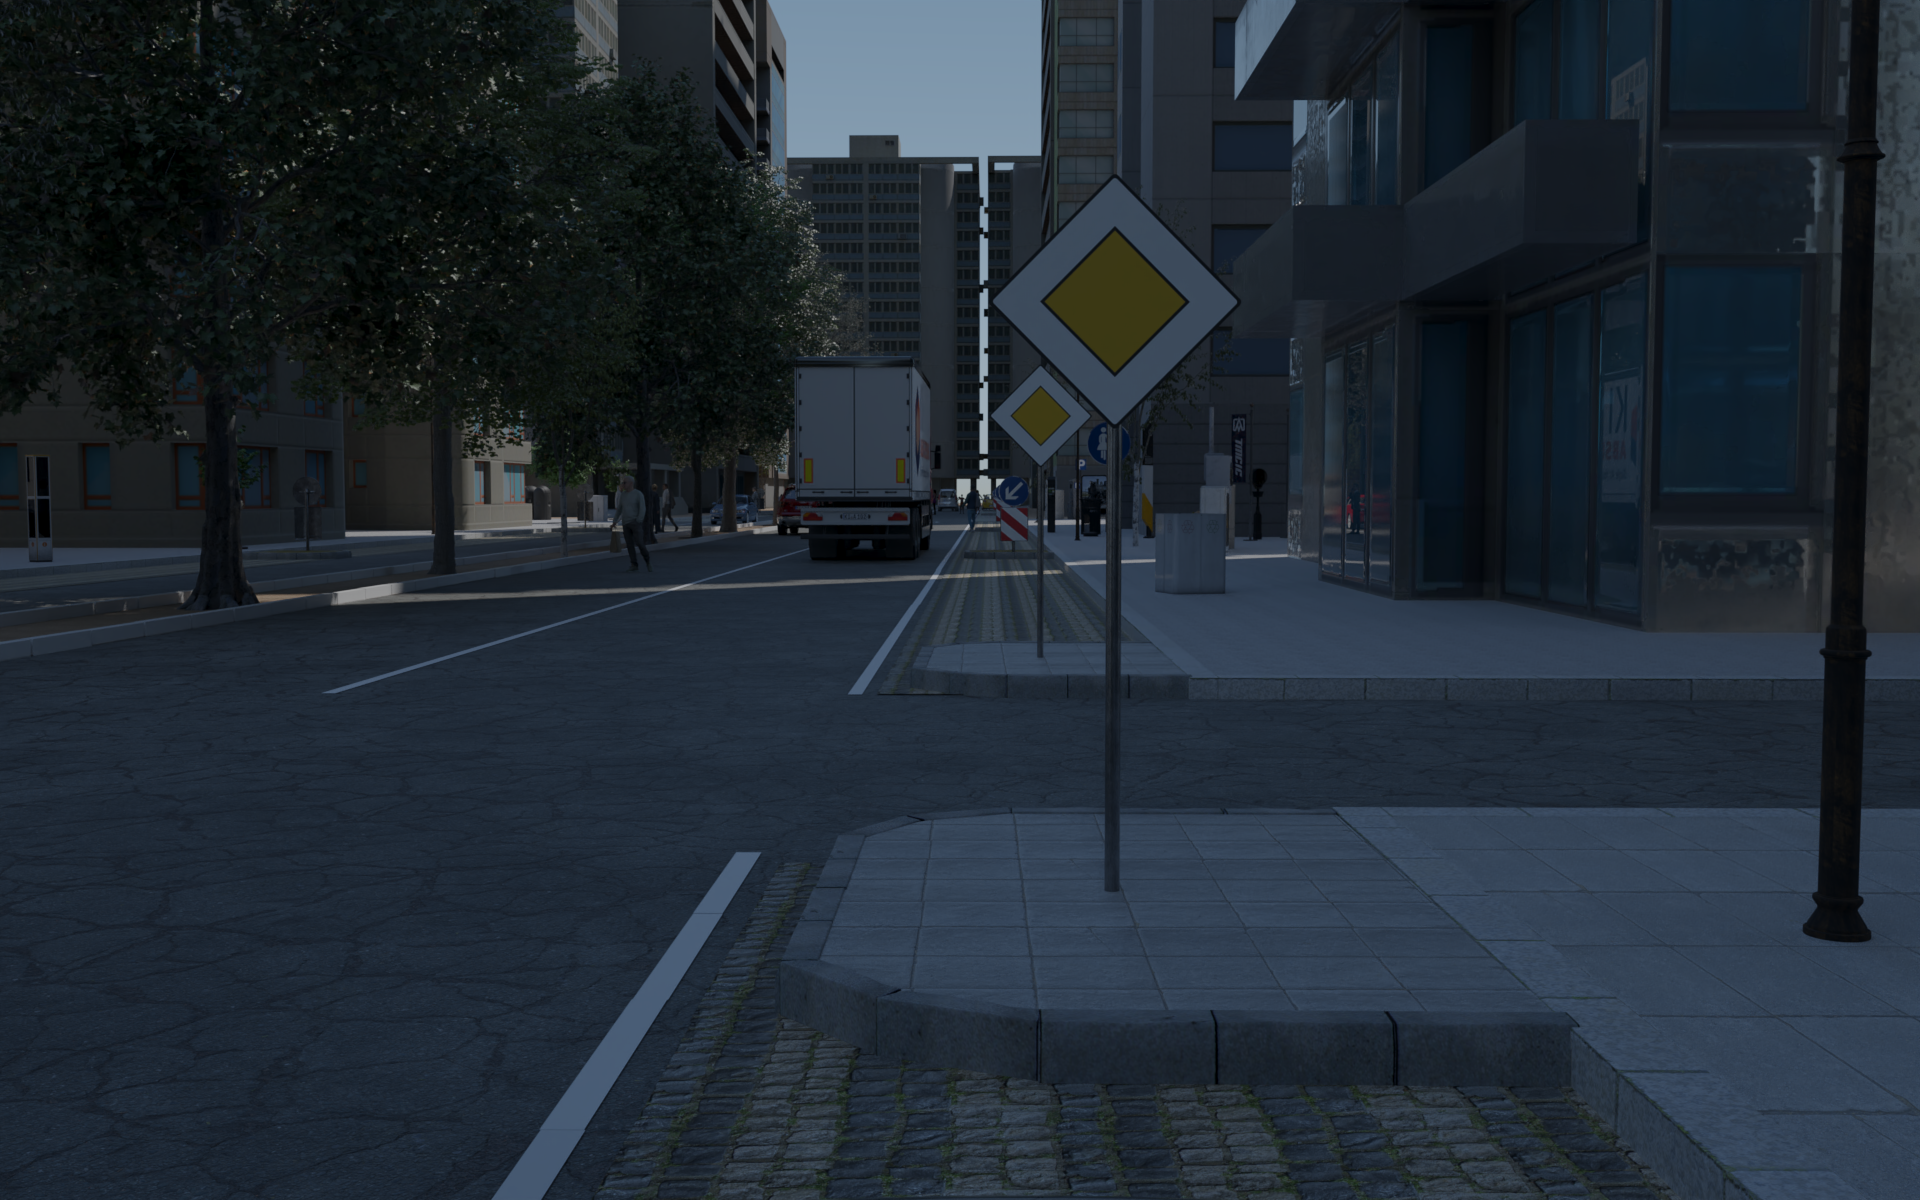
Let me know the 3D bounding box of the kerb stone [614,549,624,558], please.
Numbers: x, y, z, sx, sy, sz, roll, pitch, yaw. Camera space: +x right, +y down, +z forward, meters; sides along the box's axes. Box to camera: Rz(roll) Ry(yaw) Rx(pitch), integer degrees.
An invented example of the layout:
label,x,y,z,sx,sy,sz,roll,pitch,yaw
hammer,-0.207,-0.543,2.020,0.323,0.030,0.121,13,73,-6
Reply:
label,x,y,z,sx,sy,sz,roll,pitch,yaw
kerb stone,-7.855,-1.050,39.379,0.120,0.150,1.000,0,4,1

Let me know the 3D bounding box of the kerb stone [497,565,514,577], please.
label,x,y,z,sx,sy,sz,roll,pitch,yaw
kerb stone,-8.008,-0.487,30.164,0.120,0.150,1.000,0,4,1

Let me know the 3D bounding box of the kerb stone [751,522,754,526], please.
label,x,y,z,sx,sy,sz,roll,pitch,yaw
kerb stone,-9.314,-3.307,76.323,0.120,0.150,1.000,0,4,1

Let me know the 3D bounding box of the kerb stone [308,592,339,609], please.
label,x,y,z,sx,sy,sz,roll,pitch,yaw
kerb stone,-8.154,0.014,21.973,0.120,0.150,1.000,0,4,1

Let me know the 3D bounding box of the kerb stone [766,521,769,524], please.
label,x,y,z,sx,sy,sz,roll,pitch,yaw
kerb stone,-9.229,-3.620,81.448,0.120,0.150,1.000,0,4,1

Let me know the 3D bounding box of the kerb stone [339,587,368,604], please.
label,x,y,z,sx,sy,sz,roll,pitch,yaw
kerb stone,-8.134,-0.044,22.995,0.120,0.150,1.000,0,4,1

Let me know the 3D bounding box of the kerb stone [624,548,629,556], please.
label,x,y,z,sx,sy,sz,roll,pitch,yaw
kerb stone,-7.834,-1.112,40.412,0.120,0.150,1.000,0,4,1

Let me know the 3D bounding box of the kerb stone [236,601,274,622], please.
label,x,y,z,sx,sy,sz,roll,pitch,yaw
kerb stone,-8.186,0.141,19.929,0.120,0.150,1.000,0,4,1

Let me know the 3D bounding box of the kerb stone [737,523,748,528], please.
label,x,y,z,sx,sy,sz,roll,pitch,yaw
kerb stone,-9.347,-3.185,74.273,0.120,0.150,1.000,0,4,1

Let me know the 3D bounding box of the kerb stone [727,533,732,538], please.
label,x,y,z,sx,sy,sz,roll,pitch,yaw
kerb stone,-7.573,-2.054,55.774,0.120,0.150,1.000,0,4,1

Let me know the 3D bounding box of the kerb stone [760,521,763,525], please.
label,x,y,z,sx,sy,sz,roll,pitch,yaw
kerb stone,-9.262,-3.499,79.404,0.120,0.150,1.000,0,4,1

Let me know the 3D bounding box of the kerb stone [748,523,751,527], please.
label,x,y,z,sx,sy,sz,roll,pitch,yaw
kerb stone,-9.338,-3.246,75.295,0.120,0.150,1.000,0,4,1

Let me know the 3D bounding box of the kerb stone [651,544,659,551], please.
label,x,y,z,sx,sy,sz,roll,pitch,yaw
kerb stone,-7.785,-1.302,43.487,0.120,0.150,1.000,0,4,1

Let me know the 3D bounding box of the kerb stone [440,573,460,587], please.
label,x,y,z,sx,sy,sz,roll,pitch,yaw
kerb stone,-8.069,-0.300,27.097,0.120,0.150,1.000,0,4,1

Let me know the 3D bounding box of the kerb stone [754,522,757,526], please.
label,x,y,z,sx,sy,sz,roll,pitch,yaw
kerb stone,-9.306,-3.374,77.354,0.120,0.150,1.000,0,4,1

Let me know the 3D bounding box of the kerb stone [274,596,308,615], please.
label,x,y,z,sx,sy,sz,roll,pitch,yaw
kerb stone,-8.173,0.076,20.951,0.120,0.150,1.000,0,4,1

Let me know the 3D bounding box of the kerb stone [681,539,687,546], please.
label,x,y,z,sx,sy,sz,roll,pitch,yaw
kerb stone,-7.709,-1.553,47.581,0.120,0.150,1.000,0,4,1

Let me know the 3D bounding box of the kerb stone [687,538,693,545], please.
label,x,y,z,sx,sy,sz,roll,pitch,yaw
kerb stone,-7.701,-1.615,48.607,0.120,0.150,1.000,0,4,1

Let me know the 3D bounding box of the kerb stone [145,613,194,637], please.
label,x,y,z,sx,sy,sz,roll,pitch,yaw
kerb stone,-8.226,0.264,17.879,0.120,0.150,1.000,0,4,1

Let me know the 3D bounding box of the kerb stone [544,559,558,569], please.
label,x,y,z,sx,sy,sz,roll,pitch,yaw
kerb stone,-7.957,-0.669,33.233,0.120,0.150,1.000,0,4,1

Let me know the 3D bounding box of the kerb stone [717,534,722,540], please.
label,x,y,z,sx,sy,sz,roll,pitch,yaw
kerb stone,-7.614,-1.920,53.724,0.120,0.150,1.000,0,4,1

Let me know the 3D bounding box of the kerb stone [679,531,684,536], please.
label,x,y,z,sx,sy,sz,roll,pitch,yaw
kerb stone,-9.620,-2.246,58.914,0.120,0.150,1.000,0,4,1

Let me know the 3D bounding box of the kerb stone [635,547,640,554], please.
label,x,y,z,sx,sy,sz,roll,pitch,yaw
kerb stone,-7.821,-1.177,41.442,0.120,0.150,1.000,0,4,1

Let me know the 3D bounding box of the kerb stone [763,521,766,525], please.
label,x,y,z,sx,sy,sz,roll,pitch,yaw
kerb stone,-9.245,-3.561,80.426,0.120,0.150,1.000,0,4,1

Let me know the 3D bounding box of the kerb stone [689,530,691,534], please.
label,x,y,z,sx,sy,sz,roll,pitch,yaw
kerb stone,-9.586,-2.371,60.959,0.120,0.150,1.000,0,4,1

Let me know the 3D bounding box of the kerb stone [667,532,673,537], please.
label,x,y,z,sx,sy,sz,roll,pitch,yaw
kerb stone,-9.656,-2.121,56.869,0.120,0.150,1.000,0,4,1

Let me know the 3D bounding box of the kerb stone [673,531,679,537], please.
label,x,y,z,sx,sy,sz,roll,pitch,yaw
kerb stone,-9.632,-2.182,57.892,0.120,0.150,1.000,0,4,1

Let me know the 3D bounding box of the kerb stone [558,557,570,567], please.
label,x,y,z,sx,sy,sz,roll,pitch,yaw
kerb stone,-7.939,-0.736,34.258,0.120,0.150,1.000,0,4,1

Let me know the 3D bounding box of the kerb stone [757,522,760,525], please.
label,x,y,z,sx,sy,sz,roll,pitch,yaw
kerb stone,-9.278,-3.436,78.382,0.120,0.150,1.000,0,4,1

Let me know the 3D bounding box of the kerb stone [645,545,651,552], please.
label,x,y,z,sx,sy,sz,roll,pitch,yaw
kerb stone,-7.798,-1.235,42.465,0.120,0.150,1.000,0,4,1

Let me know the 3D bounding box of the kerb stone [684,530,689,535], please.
label,x,y,z,sx,sy,sz,roll,pitch,yaw
kerb stone,-9.604,-2.303,59.937,0.120,0.150,1.000,0,4,1

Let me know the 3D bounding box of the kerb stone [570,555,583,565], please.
label,x,y,z,sx,sy,sz,roll,pitch,yaw
kerb stone,-7.919,-0.800,35.280,0.120,0.150,1.000,0,4,1

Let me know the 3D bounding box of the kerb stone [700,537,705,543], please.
label,x,y,z,sx,sy,sz,roll,pitch,yaw
kerb stone,-7.660,-1.737,50.652,0.120,0.150,1.000,0,4,1

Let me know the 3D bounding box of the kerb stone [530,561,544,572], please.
label,x,y,z,sx,sy,sz,roll,pitch,yaw
kerb stone,-7.979,-0.612,32.210,0.120,0.150,1.000,0,4,1

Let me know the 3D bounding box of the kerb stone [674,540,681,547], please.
label,x,y,z,sx,sy,sz,roll,pitch,yaw
kerb stone,-7.726,-1.486,46.553,0.120,0.150,1.000,0,4,1

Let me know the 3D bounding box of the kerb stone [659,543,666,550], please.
label,x,y,z,sx,sy,sz,roll,pitch,yaw
kerb stone,-7.764,-1.365,44.509,0.120,0.150,1.000,0,4,1

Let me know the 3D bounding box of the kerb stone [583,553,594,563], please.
label,x,y,z,sx,sy,sz,roll,pitch,yaw
kerb stone,-7.903,-0.857,36.302,0.120,0.150,1.000,0,4,1

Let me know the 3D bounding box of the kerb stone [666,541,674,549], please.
label,x,y,z,sx,sy,sz,roll,pitch,yaw
kerb stone,-7.746,-1.425,45.531,0.120,0.150,1.000,0,4,1

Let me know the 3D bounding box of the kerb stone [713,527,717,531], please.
label,x,y,z,sx,sy,sz,roll,pitch,yaw
kerb stone,-9.496,-2.681,66.071,0.120,0.150,1.000,0,4,1

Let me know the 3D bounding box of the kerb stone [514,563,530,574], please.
label,x,y,z,sx,sy,sz,roll,pitch,yaw
kerb stone,-7.991,-0.547,31.188,0.120,0.150,1.000,0,4,1

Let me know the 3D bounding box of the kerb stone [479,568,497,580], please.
label,x,y,z,sx,sy,sz,roll,pitch,yaw
kerb stone,-8.037,-0.422,29.142,0.120,0.150,1.000,0,4,1

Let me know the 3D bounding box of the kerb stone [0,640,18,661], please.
label,x,y,z,sx,sy,sz,roll,pitch,yaw
kerb stone,-8.277,0.455,14.800,0.120,0.150,1.000,0,4,1

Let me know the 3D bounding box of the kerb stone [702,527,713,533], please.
label,x,y,z,sx,sy,sz,roll,pitch,yaw
kerb stone,-9.511,-2.621,65.047,0.120,0.150,1.000,0,4,1

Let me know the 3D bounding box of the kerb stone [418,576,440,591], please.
label,x,y,z,sx,sy,sz,roll,pitch,yaw
kerb stone,-8.084,-0.237,26.075,0.120,0.150,1.000,0,4,1

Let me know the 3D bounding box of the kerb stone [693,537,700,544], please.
label,x,y,z,sx,sy,sz,roll,pitch,yaw
kerb stone,-7.676,-1.678,49.629,0.120,0.150,1.000,0,4,1

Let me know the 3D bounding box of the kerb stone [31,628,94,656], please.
label,x,y,z,sx,sy,sz,roll,pitch,yaw
kerb stone,-8.255,0.390,15.827,0.120,0.150,1.000,0,4,1

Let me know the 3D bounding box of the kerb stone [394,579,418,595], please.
label,x,y,z,sx,sy,sz,roll,pitch,yaw
kerb stone,-8.100,-0.174,25.043,0.120,0.150,1.000,0,4,1

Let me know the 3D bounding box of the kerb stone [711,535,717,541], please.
label,x,y,z,sx,sy,sz,roll,pitch,yaw
kerb stone,-7.623,-1.866,52.701,0.120,0.150,1.000,0,4,1

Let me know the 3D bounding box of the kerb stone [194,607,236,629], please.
label,x,y,z,sx,sy,sz,roll,pitch,yaw
kerb stone,-8.207,0.205,18.901,0.120,0.150,1.000,0,4,1

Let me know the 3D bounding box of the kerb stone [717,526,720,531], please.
label,x,y,z,sx,sy,sz,roll,pitch,yaw
kerb stone,-9.480,-2.746,67.099,0.120,0.150,1.000,0,4,1

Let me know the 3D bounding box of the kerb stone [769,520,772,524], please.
label,x,y,z,sx,sy,sz,roll,pitch,yaw
kerb stone,-9.213,-3.687,82.479,0.120,0.150,1.000,0,4,1

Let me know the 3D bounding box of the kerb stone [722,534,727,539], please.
label,x,y,z,sx,sy,sz,roll,pitch,yaw
kerb stone,-7.592,-1.987,54.751,0.120,0.150,1.000,0,4,1

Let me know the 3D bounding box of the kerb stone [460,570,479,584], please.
label,x,y,z,sx,sy,sz,roll,pitch,yaw
kerb stone,-8.055,-0.360,28.120,0.120,0.150,1.000,0,4,1

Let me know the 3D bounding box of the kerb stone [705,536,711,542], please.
label,x,y,z,sx,sy,sz,roll,pitch,yaw
kerb stone,-7.645,-1.803,51.674,0.120,0.150,1.000,0,4,1

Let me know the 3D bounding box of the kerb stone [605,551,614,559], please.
label,x,y,z,sx,sy,sz,roll,pitch,yaw
kerb stone,-7.876,-0.988,38.351,0.120,0.150,1.000,0,4,1

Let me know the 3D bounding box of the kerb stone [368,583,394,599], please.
label,x,y,z,sx,sy,sz,roll,pitch,yaw
kerb stone,-8.119,-0.111,24.017,0.120,0.150,1.000,0,4,1

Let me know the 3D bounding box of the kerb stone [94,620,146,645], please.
label,x,y,z,sx,sy,sz,roll,pitch,yaw
kerb stone,-8.248,0.331,16.857,0.120,0.150,1.000,0,4,1

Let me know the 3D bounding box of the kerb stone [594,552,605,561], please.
label,x,y,z,sx,sy,sz,roll,pitch,yaw
kerb stone,-7.887,-0.923,37.329,0.120,0.150,1.000,0,4,1
